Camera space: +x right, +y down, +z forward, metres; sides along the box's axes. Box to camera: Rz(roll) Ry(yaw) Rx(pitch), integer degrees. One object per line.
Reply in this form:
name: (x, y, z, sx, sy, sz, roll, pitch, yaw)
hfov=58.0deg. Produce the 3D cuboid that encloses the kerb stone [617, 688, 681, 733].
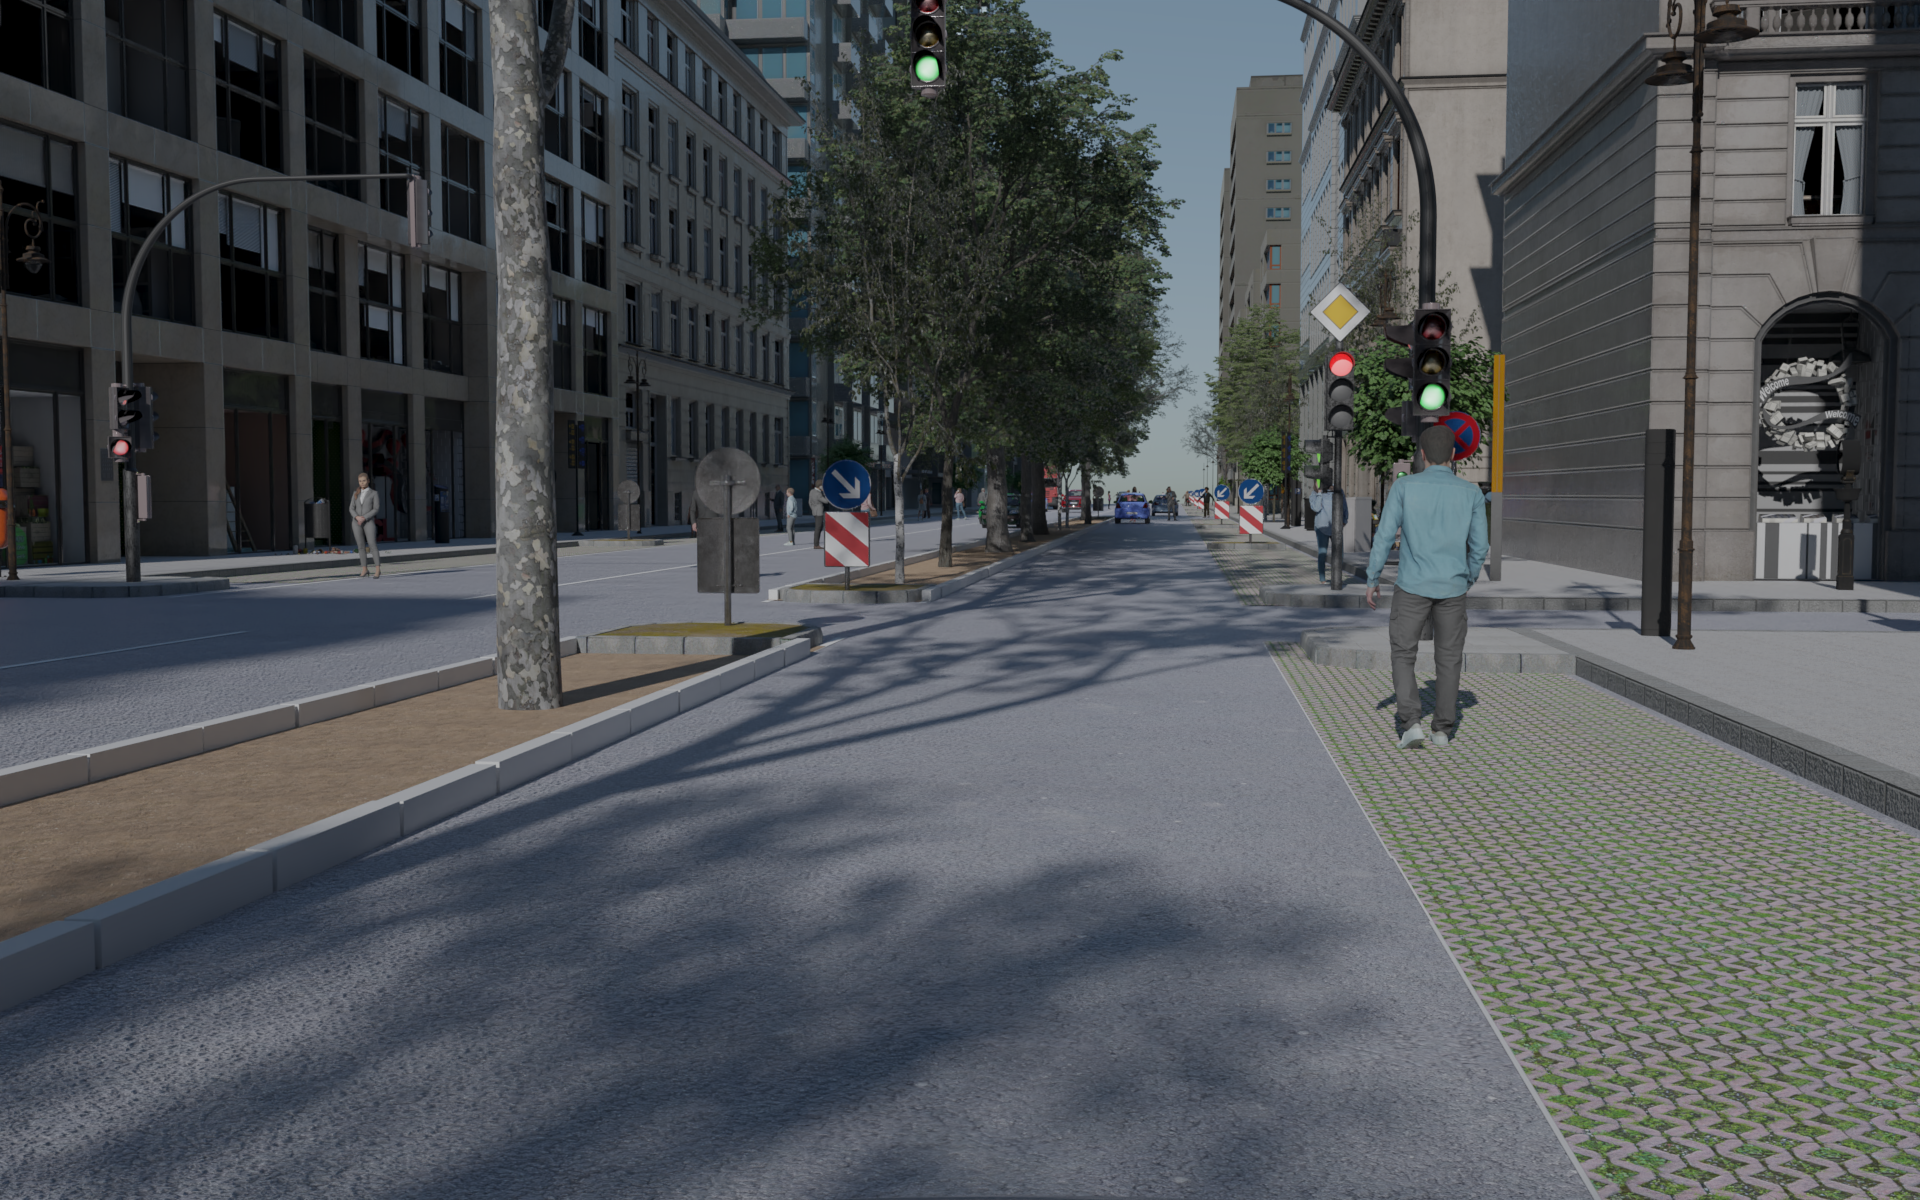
kerb stone: (-1.961, 0.695, 10.832, 0.120, 0.150, 1.000, 0, 4, 7)

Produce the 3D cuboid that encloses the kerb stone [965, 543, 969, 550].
kerb stone: (0.056, -1.340, 44.177, 0.120, 0.150, 1.000, 0, 4, 7)

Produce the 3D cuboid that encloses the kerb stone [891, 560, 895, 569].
kerb stone: (-1.332, -0.659, 32.982, 0.120, 0.150, 1.000, 0, 4, 7)

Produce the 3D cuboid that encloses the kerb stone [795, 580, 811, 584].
kerb stone: (-2.335, -0.162, 24.838, 0.120, 0.150, 1.000, 0, 4, 7)

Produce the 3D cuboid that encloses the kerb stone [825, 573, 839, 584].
kerb stone: (-2.076, -0.286, 26.873, 0.120, 0.150, 1.000, 0, 4, 7)

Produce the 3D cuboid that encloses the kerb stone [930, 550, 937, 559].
kerb stone: (-0.693, -0.971, 38.078, 0.120, 0.150, 1.000, 0, 4, 7)

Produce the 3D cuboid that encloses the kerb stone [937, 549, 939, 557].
kerb stone: (-0.575, -1.033, 39.094, 0.120, 0.150, 1.000, 0, 4, 7)

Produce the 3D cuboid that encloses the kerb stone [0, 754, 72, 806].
kerb stone: (-4.412, 0.866, 8.031, 0.120, 0.150, 1.000, 0, 4, 7)

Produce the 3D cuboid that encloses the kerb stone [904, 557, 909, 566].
kerb stone: (-1.197, -0.718, 34.007, 0.120, 0.150, 1.000, 0, 4, 7)

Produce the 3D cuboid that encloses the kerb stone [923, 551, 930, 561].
kerb stone: (-0.820, -0.909, 37.064, 0.120, 0.150, 1.000, 0, 4, 7)

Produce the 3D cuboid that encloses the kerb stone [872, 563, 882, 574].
kerb stone: (-1.584, -0.534, 30.946, 0.120, 0.150, 1.000, 0, 4, 7)

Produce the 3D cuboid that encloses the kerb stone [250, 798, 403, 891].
kerb stone: (-2.460, 0.945, 6.748, 0.120, 0.150, 1.000, 0, 4, 7)

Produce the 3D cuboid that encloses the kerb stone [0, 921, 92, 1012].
kerb stone: (-2.722, 1.071, 4.718, 0.120, 0.150, 1.000, 0, 4, 7)

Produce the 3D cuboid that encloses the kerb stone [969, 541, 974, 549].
kerb stone: (0.190, -1.403, 45.190, 0.120, 0.150, 1.000, 0, 4, 7)

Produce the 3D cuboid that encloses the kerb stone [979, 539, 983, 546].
kerb stone: (0.438, -1.525, 47.223, 0.120, 0.150, 1.000, 0, 4, 7)

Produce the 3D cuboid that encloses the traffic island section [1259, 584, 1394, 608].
traffic island section: (5.061, -0.056, 23.191, 2.009, 0.180, 2.903, 0, 4, 7)

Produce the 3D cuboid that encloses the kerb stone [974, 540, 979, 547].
kerb stone: (0.315, -1.465, 46.209, 0.120, 0.150, 1.000, 0, 4, 7)

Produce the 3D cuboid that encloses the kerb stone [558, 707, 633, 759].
kerb stone: (-2.084, 0.757, 9.817, 0.120, 0.150, 1.000, 0, 4, 7)

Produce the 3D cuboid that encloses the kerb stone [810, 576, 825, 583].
kerb stone: (-2.213, -0.224, 25.858, 0.120, 0.150, 1.000, 0, 4, 7)

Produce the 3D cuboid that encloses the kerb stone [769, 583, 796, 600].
kerb stone: (-2.456, -0.094, 23.818, 0.120, 0.150, 1.000, 0, 4, 7)

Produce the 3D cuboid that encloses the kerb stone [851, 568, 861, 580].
kerb stone: (-1.838, -0.410, 28.905, 0.120, 0.150, 1.000, 0, 4, 7)

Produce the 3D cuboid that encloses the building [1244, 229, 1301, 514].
building: (35.506, -17.181, 125.949, 27.650, 21.520, 28.899, 0, 4, 7)

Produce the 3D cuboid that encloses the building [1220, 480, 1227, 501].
building: (49.668, -32.302, 220.020, 32.217, 40.220, 23.993, 0, 4, 7)

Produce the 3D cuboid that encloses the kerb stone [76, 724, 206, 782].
kerb stone: (-4.291, 0.804, 9.051, 0.120, 0.150, 1.000, 0, 4, 7)

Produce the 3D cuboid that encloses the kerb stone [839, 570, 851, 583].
kerb stone: (-1.956, -0.348, 27.890, 0.120, 0.150, 1.000, 0, 4, 7)

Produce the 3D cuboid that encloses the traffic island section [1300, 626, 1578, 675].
traffic island section: (4.079, 0.429, 15.266, 2.009, 0.180, 2.903, 0, 4, 7)

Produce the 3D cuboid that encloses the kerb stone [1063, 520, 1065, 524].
kerb stone: (4.728, -3.642, 81.818, 0.120, 0.150, 1.000, 0, 4, 7)

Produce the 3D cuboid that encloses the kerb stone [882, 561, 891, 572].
kerb stone: (-1.460, -0.597, 31.961, 0.120, 0.150, 1.000, 0, 4, 7)

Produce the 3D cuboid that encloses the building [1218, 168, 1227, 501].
building: (47.363, -37.876, 242.978, 21.300, 48.544, 21.600, 0, 4, 7)

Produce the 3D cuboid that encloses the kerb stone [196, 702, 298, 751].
kerb stone: (-4.174, 0.744, 10.068, 0.120, 0.150, 1.000, 0, 4, 7)

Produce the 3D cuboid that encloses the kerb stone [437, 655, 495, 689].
kerb stone: (-3.792, 0.560, 13.117, 0.120, 0.150, 1.000, 0, 4, 7)

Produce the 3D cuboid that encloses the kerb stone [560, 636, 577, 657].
kerb stone: (-3.528, 0.433, 15.157, 0.120, 0.150, 1.000, 0, 4, 7)

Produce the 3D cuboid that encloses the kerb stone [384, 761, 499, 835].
kerb stone: (-2.331, 0.888, 7.767, 0.120, 0.150, 1.000, 0, 4, 7)

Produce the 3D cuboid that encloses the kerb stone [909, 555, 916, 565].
kerb stone: (-1.074, -0.784, 35.026, 0.120, 0.150, 1.000, 0, 4, 7)

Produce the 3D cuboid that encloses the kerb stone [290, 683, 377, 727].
kerb stone: (-4.036, 0.680, 11.081, 0.120, 0.150, 1.000, 0, 4, 7)

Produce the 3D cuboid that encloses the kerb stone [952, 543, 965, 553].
kerb stone: (-0.066, -1.279, 43.152, 0.120, 0.150, 1.000, 0, 4, 7)

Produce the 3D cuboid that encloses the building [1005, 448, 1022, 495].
building: (1.097, -33.020, 223.465, 14.154, 41.232, 14.086, 0, 4, 7)

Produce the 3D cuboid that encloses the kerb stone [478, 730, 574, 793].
kerb stone: (-2.204, 0.819, 8.798, 0.120, 0.150, 1.000, 0, 4, 7)

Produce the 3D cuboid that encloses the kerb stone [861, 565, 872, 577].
kerb stone: (-1.709, -0.473, 29.925, 0.120, 0.150, 1.000, 0, 4, 7)

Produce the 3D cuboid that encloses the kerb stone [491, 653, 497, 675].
kerb stone: (-3.661, 0.495, 14.143, 0.120, 0.150, 1.000, 0, 4, 7)

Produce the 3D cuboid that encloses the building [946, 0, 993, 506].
building: (-6.562, -54.283, 200.202, 22.319, 86.520, 31.000, 0, 4, 7)

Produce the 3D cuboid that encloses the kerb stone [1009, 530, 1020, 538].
kerb stone: (1.831, -2.217, 58.438, 0.120, 0.150, 1.000, 0, 4, 7)

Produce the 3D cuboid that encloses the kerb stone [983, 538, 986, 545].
kerb stone: (0.567, -1.593, 48.242, 0.120, 0.150, 1.000, 0, 4, 7)

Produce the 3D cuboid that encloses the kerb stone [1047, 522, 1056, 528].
kerb stone: (3.975, -3.272, 75.718, 0.120, 0.150, 1.000, 0, 4, 7)

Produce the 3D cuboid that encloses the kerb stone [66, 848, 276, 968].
kerb stone: (-2.590, 1.008, 5.732, 0.120, 0.150, 1.000, 0, 4, 7)

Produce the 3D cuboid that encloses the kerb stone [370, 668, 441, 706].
kerb stone: (-3.915, 0.618, 12.098, 0.120, 0.150, 1.000, 0, 4, 7)

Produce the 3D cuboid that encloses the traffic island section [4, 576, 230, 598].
traffic island section: (-12.099, -0.186, 25.315, 2.009, 0.180, 2.903, 0, 4, 7)

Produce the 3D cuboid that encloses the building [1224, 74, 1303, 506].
building: (41.634, -35.052, 196.806, 21.300, 48.544, 21.600, 0, 4, 7)

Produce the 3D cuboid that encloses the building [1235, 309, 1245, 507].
building: (39.125, -18.931, 154.566, 27.650, 21.520, 28.899, 0, 4, 7)

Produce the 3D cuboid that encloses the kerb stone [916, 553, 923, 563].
kerb stone: (-0.948, -0.843, 36.040, 0.120, 0.150, 1.000, 0, 4, 7)

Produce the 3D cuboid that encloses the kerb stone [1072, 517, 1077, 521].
kerb stone: (5.989, -4.269, 91.992, 0.120, 0.150, 1.000, 0, 4, 7)
